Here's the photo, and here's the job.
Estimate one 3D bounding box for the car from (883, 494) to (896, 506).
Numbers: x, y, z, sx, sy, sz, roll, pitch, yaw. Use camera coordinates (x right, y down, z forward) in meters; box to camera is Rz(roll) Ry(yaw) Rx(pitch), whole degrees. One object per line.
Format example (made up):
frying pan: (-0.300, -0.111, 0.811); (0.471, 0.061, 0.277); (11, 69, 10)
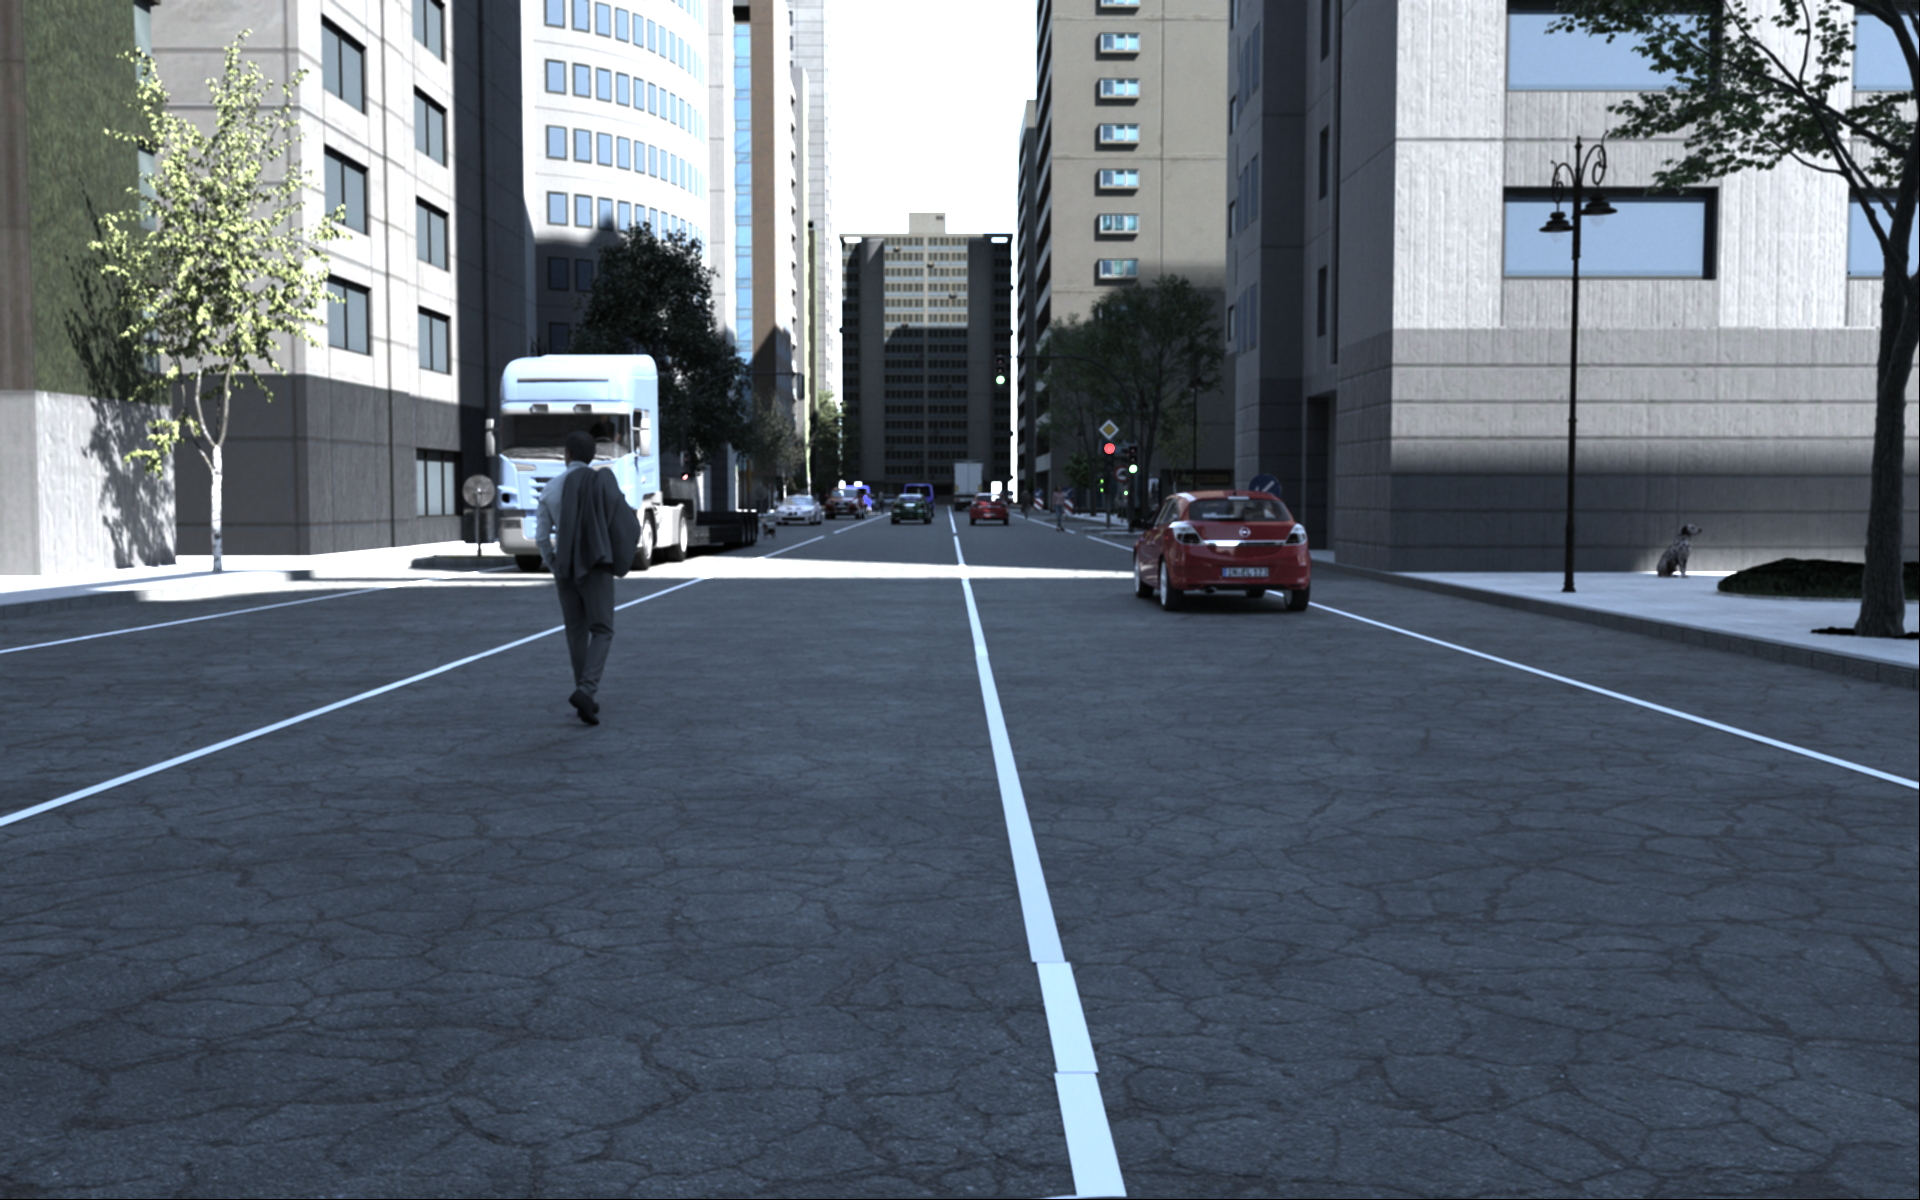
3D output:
car: (-7.364, -10.276, 180.021); (2.014, 1.417, 4.499); (0, 4, -2)

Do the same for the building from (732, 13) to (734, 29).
building: (-23.500, -26.732, 120.664); (14.154, 41.232, 14.086); (0, 4, 0)

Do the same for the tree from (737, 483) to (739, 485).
tree: (-18.764, -8.837, 139.080); (1.663, 3.219, 1.824); (0, 3, 0)

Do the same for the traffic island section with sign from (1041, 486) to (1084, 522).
traffic island section with sign: (5.403, -4.978, 90.018); (1.989, 1.847, 2.006); (0, 4, 0)

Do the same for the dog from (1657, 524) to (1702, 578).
dog: (11.044, -0.761, 26.817); (0.513, 0.831, 0.800); (0, 4, -3)

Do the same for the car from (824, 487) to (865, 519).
car: (-6.587, -5.556, 99.514); (2.281, 1.827, 5.304); (0, 4, 1)

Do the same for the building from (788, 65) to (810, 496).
building: (-21.608, -29.204, 161.086); (14.154, 41.232, 14.086); (0, 4, 0)

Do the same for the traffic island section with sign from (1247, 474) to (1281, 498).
traffic island section with sign: (5.856, -1.597, 34.741); (1.989, 1.847, 2.006); (0, 4, 0)

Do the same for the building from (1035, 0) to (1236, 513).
building: (16.735, -30.798, 127.245); (21.300, 48.544, 21.600); (0, 4, 0)

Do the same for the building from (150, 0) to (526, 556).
building: (-23.672, -37.031, 43.713); (20.611, 71.187, 20.563); (0, 4, 0)

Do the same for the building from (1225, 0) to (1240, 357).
building: (27.283, -29.935, 78.679); (27.495, 52.752, 28.713); (0, 4, 0)

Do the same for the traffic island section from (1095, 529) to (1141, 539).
traffic island section: (5.665, -2.130, 57.114); (2.009, 0.180, 2.903); (0, 4, 0)

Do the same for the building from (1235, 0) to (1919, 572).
building: (17.410, -30.498, 40.642); (21.231, 58.520, 28.212); (0, 4, 0)

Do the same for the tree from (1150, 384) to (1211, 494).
tree: (14.170, -9.970, 113.377); (4.737, 8.622, 4.395); (0, 3, 0)

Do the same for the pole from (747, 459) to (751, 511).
pole: (-12.206, -6.506, 100.212); (0.158, 3.312, 0.155); (0, 3, 0)

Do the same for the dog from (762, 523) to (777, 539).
dog: (-6.021, -2.170, 54.771); (0.406, 0.507, 0.540); (0, 4, 2)

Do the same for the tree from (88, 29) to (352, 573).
tree: (-12.113, -4.759, 28.172); (4.737, 8.622, 4.395); (0, 3, 0)

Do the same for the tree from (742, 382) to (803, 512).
tree: (-12.776, -9.885, 111.985); (4.360, 8.622, 3.978); (0, 3, 0)

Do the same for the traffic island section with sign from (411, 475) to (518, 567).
traffic island section with sign: (-9.780, -1.606, 34.884); (1.989, 1.847, 2.006); (0, 4, 0)

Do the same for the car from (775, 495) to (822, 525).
car: (-7.518, -4.190, 80.871); (2.083, 1.381, 4.827); (0, 4, 1)

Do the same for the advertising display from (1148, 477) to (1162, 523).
advertising display: (7.369, -3.692, 65.586); (0.123, 1.923, 0.974); (-1, 4, -19)

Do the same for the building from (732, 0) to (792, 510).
building: (-21.844, -30.357, 146.442); (14.600, 45.320, 14.200); (0, 4, 0)

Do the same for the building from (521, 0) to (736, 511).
building: (-24.130, -33.558, 90.669); (21.231, 58.520, 28.212); (0, 4, 0)

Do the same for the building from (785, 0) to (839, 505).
building: (-25.225, -46.785, 203.191); (20.611, 71.187, 20.563); (0, 4, 0)

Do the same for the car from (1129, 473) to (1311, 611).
car: (3.349, -0.836, 22.701); (2.155, 1.783, 4.494); (0, 4, -1)

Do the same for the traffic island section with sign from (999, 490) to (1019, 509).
traffic island section with sign: (4.779, -9.698, 167.187); (1.989, 1.847, 2.006); (0, 4, 0)

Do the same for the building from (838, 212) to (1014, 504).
building: (-4.578, -33.591, 241.086); (23.993, 40.220, 32.217); (0, 4, 0)

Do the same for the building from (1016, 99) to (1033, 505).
building: (17.879, -35.475, 203.717); (21.300, 48.544, 21.600); (0, 4, 0)

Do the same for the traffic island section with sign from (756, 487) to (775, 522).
traffic island section with sign: (-10.212, -4.951, 89.581); (1.989, 1.847, 2.006); (0, 4, 0)

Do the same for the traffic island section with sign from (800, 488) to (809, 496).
traffic island section with sign: (-10.422, -6.600, 116.536); (1.989, 1.847, 2.006); (0, 4, 0)

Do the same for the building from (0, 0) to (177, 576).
building: (-21.339, -15.428, 23.946); (14.160, 30.474, 14.107); (0, 4, 0)

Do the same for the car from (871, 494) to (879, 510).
car: (-8.187, -8.693, 154.130); (2.014, 1.417, 4.499); (0, 4, 1)

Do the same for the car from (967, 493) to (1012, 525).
car: (1.371, -4.386, 80.751); (2.155, 1.783, 4.494); (0, 4, 1)

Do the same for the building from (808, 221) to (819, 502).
building: (-21.898, -24.719, 175.859); (14.160, 30.474, 14.107); (0, 4, 0)

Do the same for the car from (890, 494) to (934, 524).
car: (-2.342, -4.397, 83.695); (2.131, 1.459, 4.920); (0, 4, 1)

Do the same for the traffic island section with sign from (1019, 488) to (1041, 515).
traffic island section with sign: (5.192, -6.679, 117.826); (1.989, 1.847, 2.006); (0, 4, 0)

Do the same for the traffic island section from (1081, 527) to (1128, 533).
traffic island section: (5.600, -2.619, 65.099); (2.009, 0.180, 2.903); (0, 4, 0)

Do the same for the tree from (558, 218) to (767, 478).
tree: (-12.759, -9.488, 72.136); (9.611, 12.733, 9.660); (0, 3, 0)
